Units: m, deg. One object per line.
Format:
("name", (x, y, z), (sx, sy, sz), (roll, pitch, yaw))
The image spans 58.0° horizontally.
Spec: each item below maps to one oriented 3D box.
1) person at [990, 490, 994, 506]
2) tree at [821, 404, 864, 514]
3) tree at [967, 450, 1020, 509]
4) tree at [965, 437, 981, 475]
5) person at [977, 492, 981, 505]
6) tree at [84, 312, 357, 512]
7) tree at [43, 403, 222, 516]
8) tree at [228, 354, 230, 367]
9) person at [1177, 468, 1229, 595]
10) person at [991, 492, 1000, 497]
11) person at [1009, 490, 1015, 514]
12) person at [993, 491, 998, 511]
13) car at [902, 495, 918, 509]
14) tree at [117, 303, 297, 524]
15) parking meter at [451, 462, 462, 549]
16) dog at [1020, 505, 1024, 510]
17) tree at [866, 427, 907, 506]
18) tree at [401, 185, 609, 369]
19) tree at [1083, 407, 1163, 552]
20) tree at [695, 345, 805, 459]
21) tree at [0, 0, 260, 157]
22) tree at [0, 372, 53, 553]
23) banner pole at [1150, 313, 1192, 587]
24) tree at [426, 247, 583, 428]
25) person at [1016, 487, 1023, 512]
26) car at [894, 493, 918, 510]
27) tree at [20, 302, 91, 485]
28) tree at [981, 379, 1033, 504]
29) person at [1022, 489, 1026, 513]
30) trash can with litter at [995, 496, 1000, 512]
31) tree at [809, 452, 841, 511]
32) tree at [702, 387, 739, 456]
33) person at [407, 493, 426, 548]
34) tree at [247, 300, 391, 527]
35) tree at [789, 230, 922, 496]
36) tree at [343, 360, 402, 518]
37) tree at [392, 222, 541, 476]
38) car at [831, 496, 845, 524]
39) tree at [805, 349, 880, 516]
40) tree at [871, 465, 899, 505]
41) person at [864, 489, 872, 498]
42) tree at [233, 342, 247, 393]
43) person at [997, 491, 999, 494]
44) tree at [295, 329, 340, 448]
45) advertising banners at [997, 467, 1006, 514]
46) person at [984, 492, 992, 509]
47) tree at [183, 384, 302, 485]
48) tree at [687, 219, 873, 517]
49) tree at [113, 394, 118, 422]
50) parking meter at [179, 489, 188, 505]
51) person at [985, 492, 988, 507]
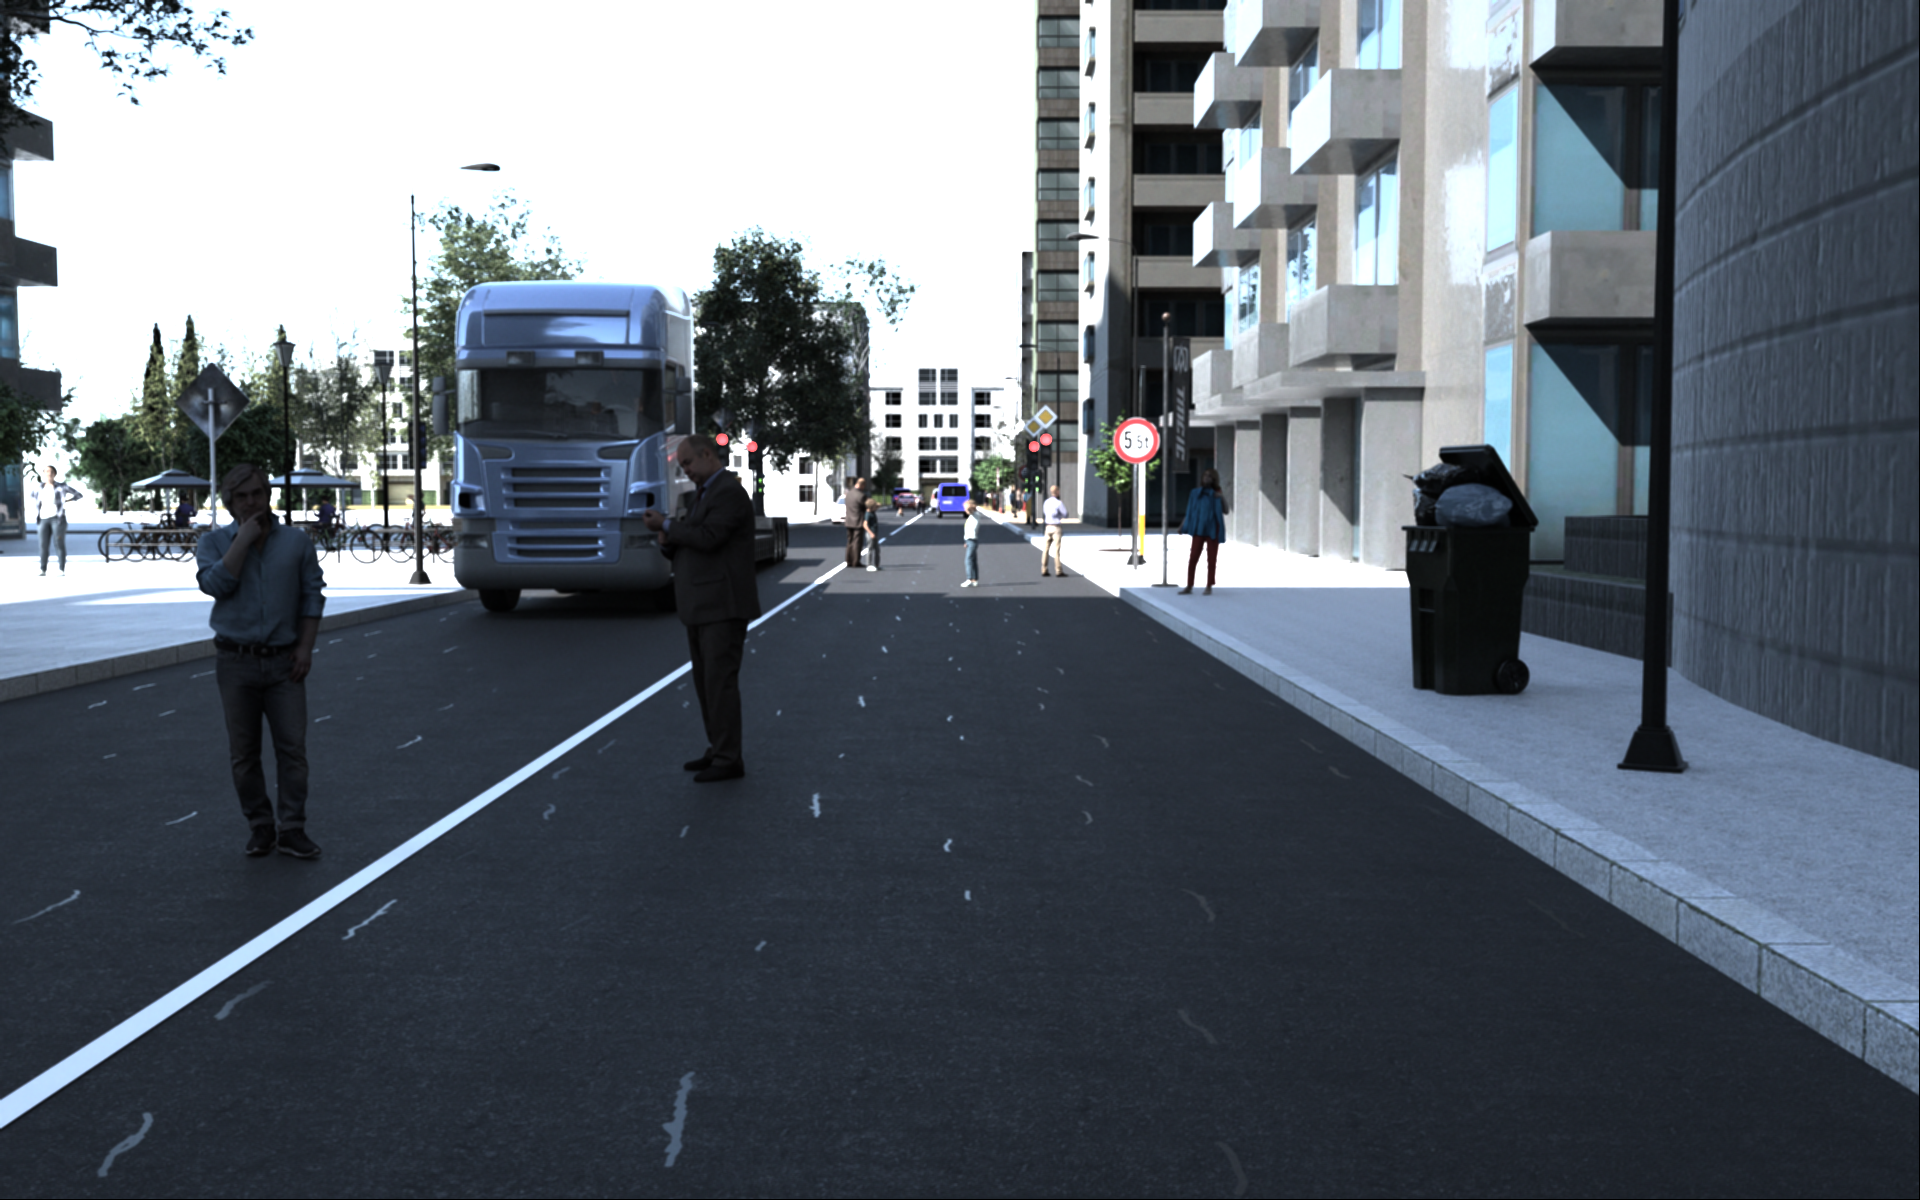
("person", (3.413, -10.716, 181.259), (0.705, 1.823, 1.348), (-1, 4, -23))
("tree", (-8.344, -9.923, 112.609), (4.737, 8.622, 4.395), (0, 3, 0))
("tree", (2.948, -8.829, 128.069), (4.285, 4.588, 4.351), (0, 3, 0))
("tree", (2.948, -16.196, 215.161), (4.360, 8.622, 3.978), (0, 3, 0))
("person", (2.375, -12.511, 210.675), (0.705, 1.814, 1.350), (1, 4, 19))
("tree", (-55.674, -13.958, 130.037), (18.604, 14.587, 13.155), (-2, 4, -29))
("tree", (-51.488, -8.915, 108.662), (11.467, 7.101, 20.602), (-3, 5, -41))
("tree", (-33.168, -8.030, 81.660), (4.360, 8.622, 3.978), (0, 3, 0))
("person", (3.102, -0.874, 22.035), (0.444, 1.614, 0.593), (-3, 5, -42))
("person", (3.458, -9.589, 162.792), (1.348, 1.831, 0.705), (-2, 4, -24))
("person", (3.440, -6.416, 113.158), (0.429, 1.552, 0.499), (-1, 4, -10))
("person", (2.706, -7.599, 132.754), (0.523, 1.526, 0.387), (3, 5, 42))
("car", (-4.844, -9.614, 169.543), (2.083, 1.381, 4.827), (0, 4, -1))
("tree", (-28.716, -7.089, 66.261), (4.737, 8.622, 4.395), (0, 3, 0))
("parking meter", (-7.730, -1.308, 27.099), (0.255, 1.863, 0.399), (3, 4, 37))
("dog", (4.820, -7.225, 134.956), (0.406, 0.507, 0.540), (2, 4, 24))
("tree", (-8.116, -14.601, 189.088), (4.360, 8.622, 3.978), (0, 3, 0))
("tree", (-26.782, -15.200, 104.401), (12.611, 20.169, 13.585), (0, 3, 0))
("tree", (3.704, -2.690, 38.586), (1.663, 3.219, 1.824), (0, 3, 0))
("tree", (-12.203, -9.505, 89.823), (7.601, 10.594, 8.767), (0, 4, -3))
("tree", (-8.719, -4.725, 11.670), (8.767, 10.594, 7.601), (0, 4, -7))
("tree", (-21.530, -3.272, 37.215), (4.285, 4.588, 4.351), (0, 3, 0))
("banner pole", (2.995, -2.090, 24.185), (0.401, 3.779, 0.863), (3, 4, 39))
("tree", (-21.958, -11.131, 88.647), (9.857, 13.997, 8.962), (0, 3, 0))
("person", (4.178, -7.001, 121.043), (0.750, 1.759, 0.617), (-3, 5, -42))
("car", (-4.906, -9.139, 158.458), (2.155, 1.783, 4.494), (0, 3, 0))
("tree", (-35.317, -7.027, 65.247), (4.737, 8.622, 4.395), (0, 3, 0))
("tree", (4.074, -9.592, 107.199), (4.360, 8.622, 3.978), (0, 3, 0))
("person", (4.441, -6.721, 117.633), (0.593, 1.614, 0.444), (-1, 4, -23))
("trash can with litter", (2.868, -6.801, 122.588), (0.624, 1.170, 1.055), (-1, 4, -13))
("tree", (-10.896, -11.287, 134.898), (4.360, 8.622, 3.978), (0, 3, 0))
("tree", (-16.175, -9.925, 112.632), (4.737, 8.622, 4.395), (0, 3, 0))
("person", (-13.036, -1.927, 41.456), (0.340, 1.345, 0.435), (1, 4, 20))
("tree", (-23.428, -7.012, 65.002), (4.360, 8.622, 3.978), (0, 3, 0))
("tree", (-9.437, -16.464, 125.067), (12.611, 20.169, 13.585), (0, 3, 0))
("tree", (-32.222, -8.802, 94.268), (4.737, 8.622, 4.395), (0, 3, 0))
("tree", (-20.112, -9.470, 72.965), (7.486, 12.596, 7.792), (0, 3, 0))
("car", (-5.143, -4.340, 83.325), (2.083, 1.381, 4.827), (0, 4, -1))
("tree", (-8.189, -10.223, 101.561), (7.601, 10.594, 8.767), (-1, 4, -19))
("tree", (-8.425, -12.927, 195.064), (4.285, 4.588, 4.351), (0, 3, 0))
("person", (-9.161, -9.993, 169.507), (1.350, 1.814, 0.705), (2, 4, 29))
("tree", (-28.800, -7.717, 76.541), (4.360, 8.622, 3.978), (0, 3, 0))
("person", (3.259, -9.056, 154.832), (0.721, 1.735, 1.217), (0, 4, -4))
("tree", (-28.773, -7.429, 71.826), (4.737, 8.622, 4.395), (0, 3, 0))
("advertising banners", (2.637, -7.059, 111.608), (0.090, 3.025, 2.074), (-1, 4, -13))
("person", (2.534, -8.754, 152.356), (0.799, 1.438, 0.628), (-2, 4, -28))
("tree", (-21.450, -4.160, 51.724), (4.285, 4.588, 4.351), (0, 3, 0))
("tree", (-8.337, -9.518, 72.620), (9.611, 12.733, 9.660), (0, 3, 0))
("tree", (-34.200, -7.591, 74.469), (4.737, 8.622, 4.395), (0, 3, 0))
("parking meter", (-27.542, -3.407, 61.410), (0.255, 1.863, 0.399), (-2, 4, -28))
("person", (2.684, -10.307, 175.475), (0.530, 1.710, 0.541), (3, 4, 36))
